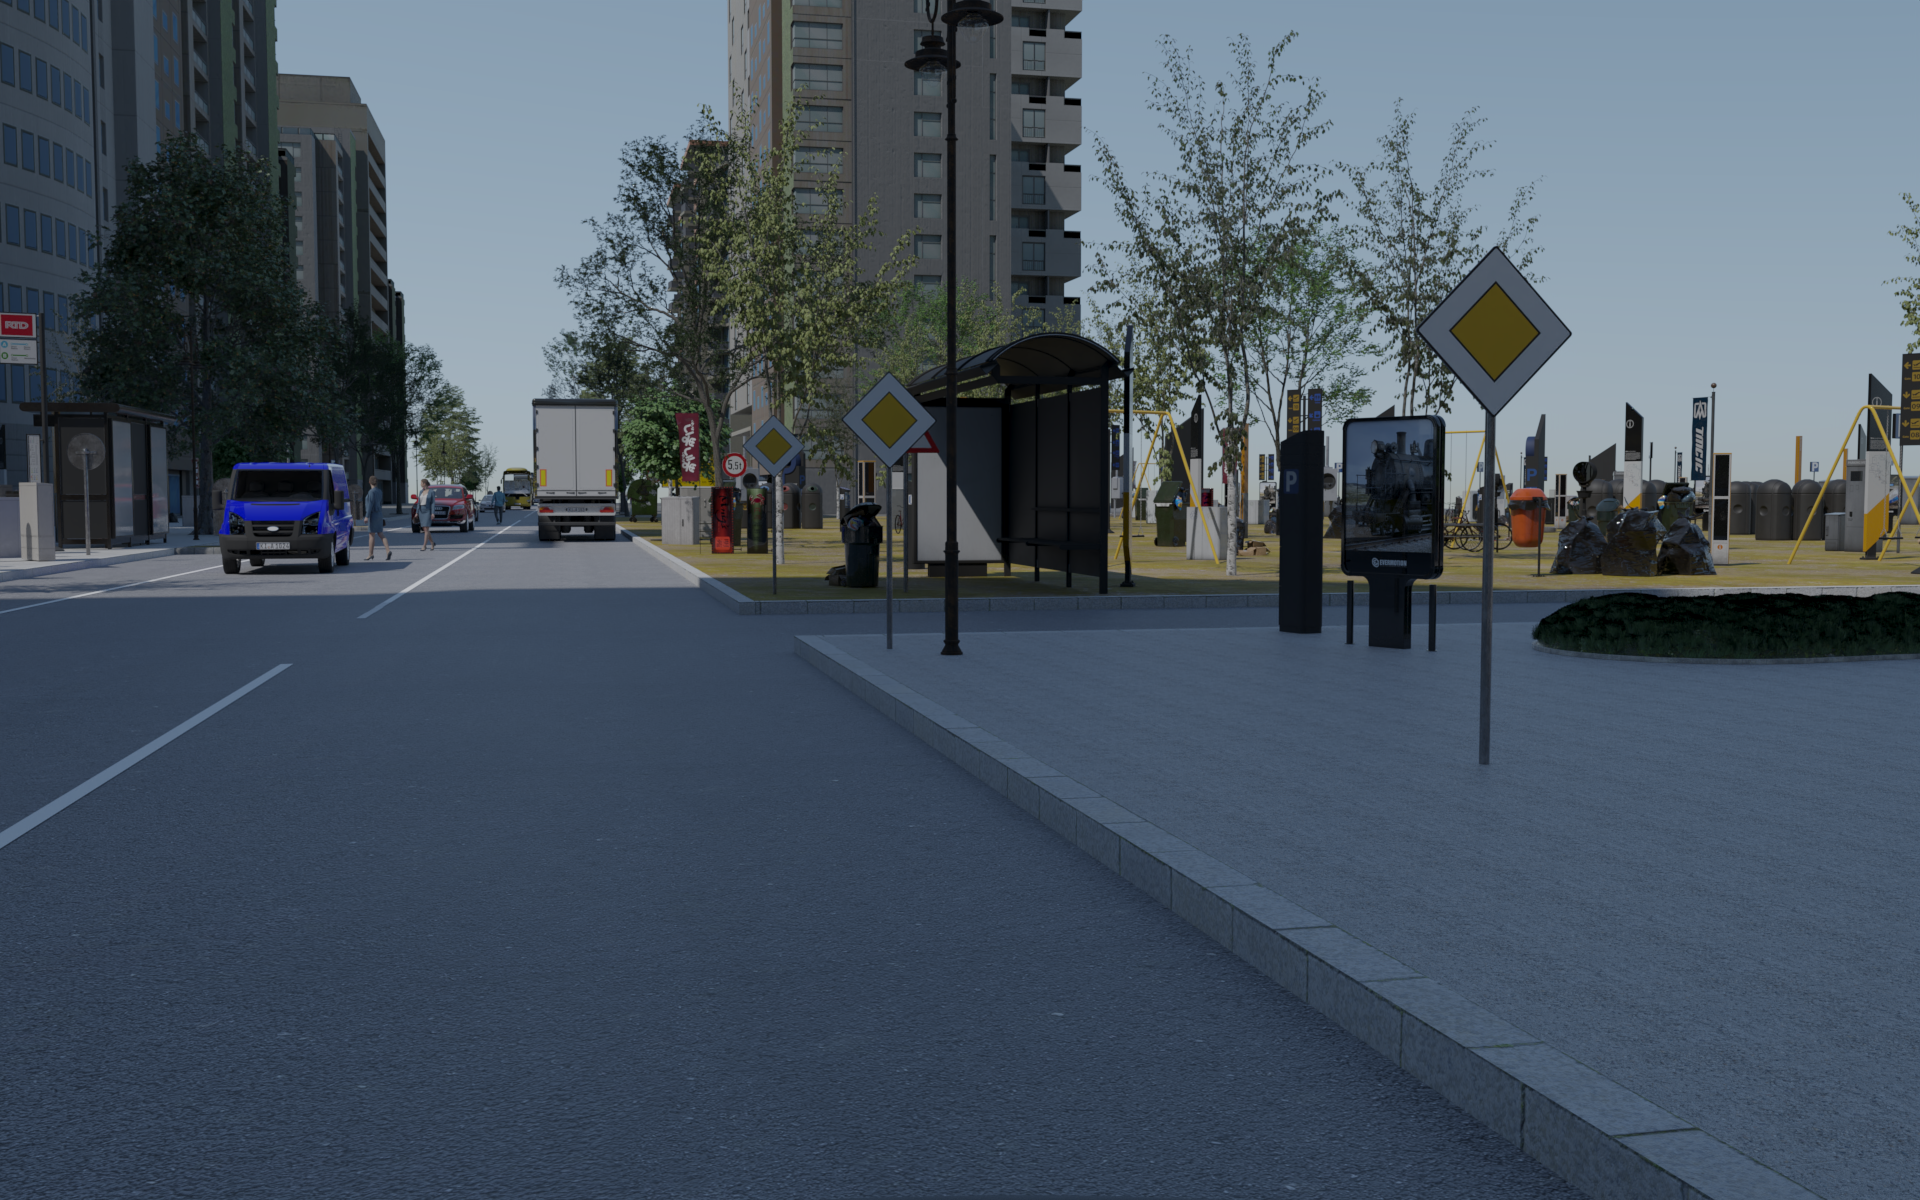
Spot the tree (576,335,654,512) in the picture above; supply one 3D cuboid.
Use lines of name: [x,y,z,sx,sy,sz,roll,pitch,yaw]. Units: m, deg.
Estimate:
tree: [-24.559,-12.592,124.009,7.486,12.596,7.792,0,3,0]

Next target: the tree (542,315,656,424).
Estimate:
tree: [-35.910,-19.817,179.897,12.611,20.169,13.585,0,3,0]

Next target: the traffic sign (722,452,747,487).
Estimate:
traffic sign: [-6.904,-3.241,53.102,0.768,2.556,0.104,-1,4,-12]

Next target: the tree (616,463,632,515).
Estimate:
tree: [-20.751,-6.795,105.707,1.663,3.219,1.824,0,3,0]

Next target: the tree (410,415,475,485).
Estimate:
tree: [-48.237,-12.792,159.517,4.737,8.622,4.395,0,3,0]

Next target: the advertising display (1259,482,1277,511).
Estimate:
advertising display: [16.203,-5.254,91.117,0.974,1.923,0.123,3,4,38]

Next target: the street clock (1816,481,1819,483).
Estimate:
street clock: [48.650,-5.753,98.632,0.471,2.002,0.358,0,4,0]

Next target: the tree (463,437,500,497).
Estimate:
tree: [-61.204,-16.388,218.307,4.360,8.622,3.978,0,3,0]

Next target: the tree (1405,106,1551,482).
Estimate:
tree: [8.902,-5.053,32.975,4.360,8.622,3.978,0,3,0]

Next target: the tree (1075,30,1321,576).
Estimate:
tree: [4.045,-4.687,26.994,4.360,8.622,3.978,0,3,0]

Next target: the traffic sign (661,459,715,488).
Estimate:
traffic sign: [-10.896,-4.648,69.866,2.265,3.308,0.079,0,4,-5]

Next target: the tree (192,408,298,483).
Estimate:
tree: [-25.969,-4.863,63.220,4.285,4.588,4.351,0,3,0]

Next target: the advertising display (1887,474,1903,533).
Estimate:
advertising display: [30.199,-3.130,56.389,0.974,1.923,0.123,0,4,-8]

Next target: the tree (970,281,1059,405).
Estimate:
tree: [1.012,-6.648,59.061,4.737,8.622,4.395,0,3,0]

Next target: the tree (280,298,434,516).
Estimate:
tree: [-29.397,-9.020,81.896,7.601,10.594,8.767,0,4,-3]

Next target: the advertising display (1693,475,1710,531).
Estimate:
advertising display: [25.881,-3.344,59.884,0.974,1.923,0.123,1,4,9]

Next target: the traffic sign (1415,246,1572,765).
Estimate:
traffic sign: [2.490,-0.427,8.161,0.795,2.450,0.064,-1,4,-12]

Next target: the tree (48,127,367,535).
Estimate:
tree: [-23.713,-8.408,54.482,9.611,12.733,9.660,0,3,0]

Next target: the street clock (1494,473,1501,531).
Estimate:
street clock: [18.740,-3.424,60.552,0.358,2.002,0.471,1,4,21]

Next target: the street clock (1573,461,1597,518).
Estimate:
street clock: [13.873,-2.075,38.496,0.471,2.002,0.358,3,5,44]

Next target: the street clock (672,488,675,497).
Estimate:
street clock: [-14.876,-5.190,89.430,0.471,2.002,0.358,-3,5,-39]

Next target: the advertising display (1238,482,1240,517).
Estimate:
advertising display: [15.155,-5.523,95.521,0.123,1.923,0.974,3,4,37]

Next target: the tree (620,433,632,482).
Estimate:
tree: [-42.950,-17.557,204.071,9.611,12.733,9.660,0,3,0]

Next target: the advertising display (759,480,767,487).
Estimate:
advertising display: [-9.322,-4.653,81.293,0.974,1.923,0.123,3,5,40]

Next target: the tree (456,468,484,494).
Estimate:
tree: [-58.904,-13.744,208.435,4.285,4.588,4.351,0,3,0]

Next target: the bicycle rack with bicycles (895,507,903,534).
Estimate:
bicycle rack with bicycles: [-0.683,-2.531,54.767,2.852,0.926,2.925,-1,4,-14]

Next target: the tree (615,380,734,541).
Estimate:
tree: [-7.849,-3.917,47.752,4.285,4.588,4.351,0,3,0]

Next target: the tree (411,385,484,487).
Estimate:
tree: [-53.284,-16.037,180.324,7.486,12.596,7.792,0,3,0]

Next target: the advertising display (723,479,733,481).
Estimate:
advertising display: [-9.802,-4.233,74.425,0.974,1.923,0.123,-2,4,-24]

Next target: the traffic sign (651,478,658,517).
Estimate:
traffic sign: [-14.547,-5.032,82.386,0.768,2.556,0.104,0,4,-8]

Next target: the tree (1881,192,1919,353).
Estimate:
tree: [22.937,-5.425,39.064,4.737,8.622,4.395,0,3,0]

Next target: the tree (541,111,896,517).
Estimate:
tree: [-5.729,-6.560,41.661,8.767,10.594,7.601,0,4,-4]

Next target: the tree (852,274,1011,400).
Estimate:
tree: [-1.301,-9.566,82.157,9.928,11.665,9.643,0,3,0]

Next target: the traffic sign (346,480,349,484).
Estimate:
traffic sign: [-32.124,-5.487,89.714,0.884,2.594,0.081,0,4,-7]

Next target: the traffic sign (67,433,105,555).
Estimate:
traffic sign: [-18.280,-2.210,36.246,0.768,2.556,0.104,0,4,-6]

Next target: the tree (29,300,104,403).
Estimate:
tree: [-31.496,-6.901,63.190,4.360,8.622,3.978,0,3,0]

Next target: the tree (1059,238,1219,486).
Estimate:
tree: [5.586,-6.039,49.100,4.737,8.622,4.395,0,3,0]

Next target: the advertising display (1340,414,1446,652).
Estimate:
advertising display: [3.593,-0.563,14.426,0.123,1.923,0.974,-3,4,-38]

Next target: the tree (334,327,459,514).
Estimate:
tree: [-35.696,-11.229,109.350,9.928,11.665,9.643,0,3,0]

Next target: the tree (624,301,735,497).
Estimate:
tree: [-10.949,-7.078,66.081,4.360,8.622,3.978,0,3,0]

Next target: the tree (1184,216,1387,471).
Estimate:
tree: [12.316,-8.576,65.965,9.928,11.665,9.643,0,3,0]

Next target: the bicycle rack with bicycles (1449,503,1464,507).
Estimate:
bicycle rack with bicycles: [21.719,-3.706,73.969,2.852,0.926,2.925,2,4,35]

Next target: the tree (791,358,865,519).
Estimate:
tree: [-6.327,-8.429,88.183,4.360,8.622,3.978,0,3,0]

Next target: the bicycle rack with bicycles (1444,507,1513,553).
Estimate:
bicycle rack with bicycles: [10.985,-1.570,39.051,2.925,0.926,2.852,1,4,16]

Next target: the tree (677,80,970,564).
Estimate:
tree: [-3.097,-4.954,31.355,4.737,8.622,4.395,0,3,0]

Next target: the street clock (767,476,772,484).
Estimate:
street clock: [-7.531,-3.996,69.899,0.471,2.002,0.358,2,4,25]

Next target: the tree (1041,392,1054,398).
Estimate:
tree: [5.449,-7.378,70.994,4.360,8.622,3.978,0,3,0]

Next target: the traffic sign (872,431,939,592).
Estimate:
traffic sign: [-0.708,-1.380,22.568,0.884,2.594,0.081,-1,4,-11]
